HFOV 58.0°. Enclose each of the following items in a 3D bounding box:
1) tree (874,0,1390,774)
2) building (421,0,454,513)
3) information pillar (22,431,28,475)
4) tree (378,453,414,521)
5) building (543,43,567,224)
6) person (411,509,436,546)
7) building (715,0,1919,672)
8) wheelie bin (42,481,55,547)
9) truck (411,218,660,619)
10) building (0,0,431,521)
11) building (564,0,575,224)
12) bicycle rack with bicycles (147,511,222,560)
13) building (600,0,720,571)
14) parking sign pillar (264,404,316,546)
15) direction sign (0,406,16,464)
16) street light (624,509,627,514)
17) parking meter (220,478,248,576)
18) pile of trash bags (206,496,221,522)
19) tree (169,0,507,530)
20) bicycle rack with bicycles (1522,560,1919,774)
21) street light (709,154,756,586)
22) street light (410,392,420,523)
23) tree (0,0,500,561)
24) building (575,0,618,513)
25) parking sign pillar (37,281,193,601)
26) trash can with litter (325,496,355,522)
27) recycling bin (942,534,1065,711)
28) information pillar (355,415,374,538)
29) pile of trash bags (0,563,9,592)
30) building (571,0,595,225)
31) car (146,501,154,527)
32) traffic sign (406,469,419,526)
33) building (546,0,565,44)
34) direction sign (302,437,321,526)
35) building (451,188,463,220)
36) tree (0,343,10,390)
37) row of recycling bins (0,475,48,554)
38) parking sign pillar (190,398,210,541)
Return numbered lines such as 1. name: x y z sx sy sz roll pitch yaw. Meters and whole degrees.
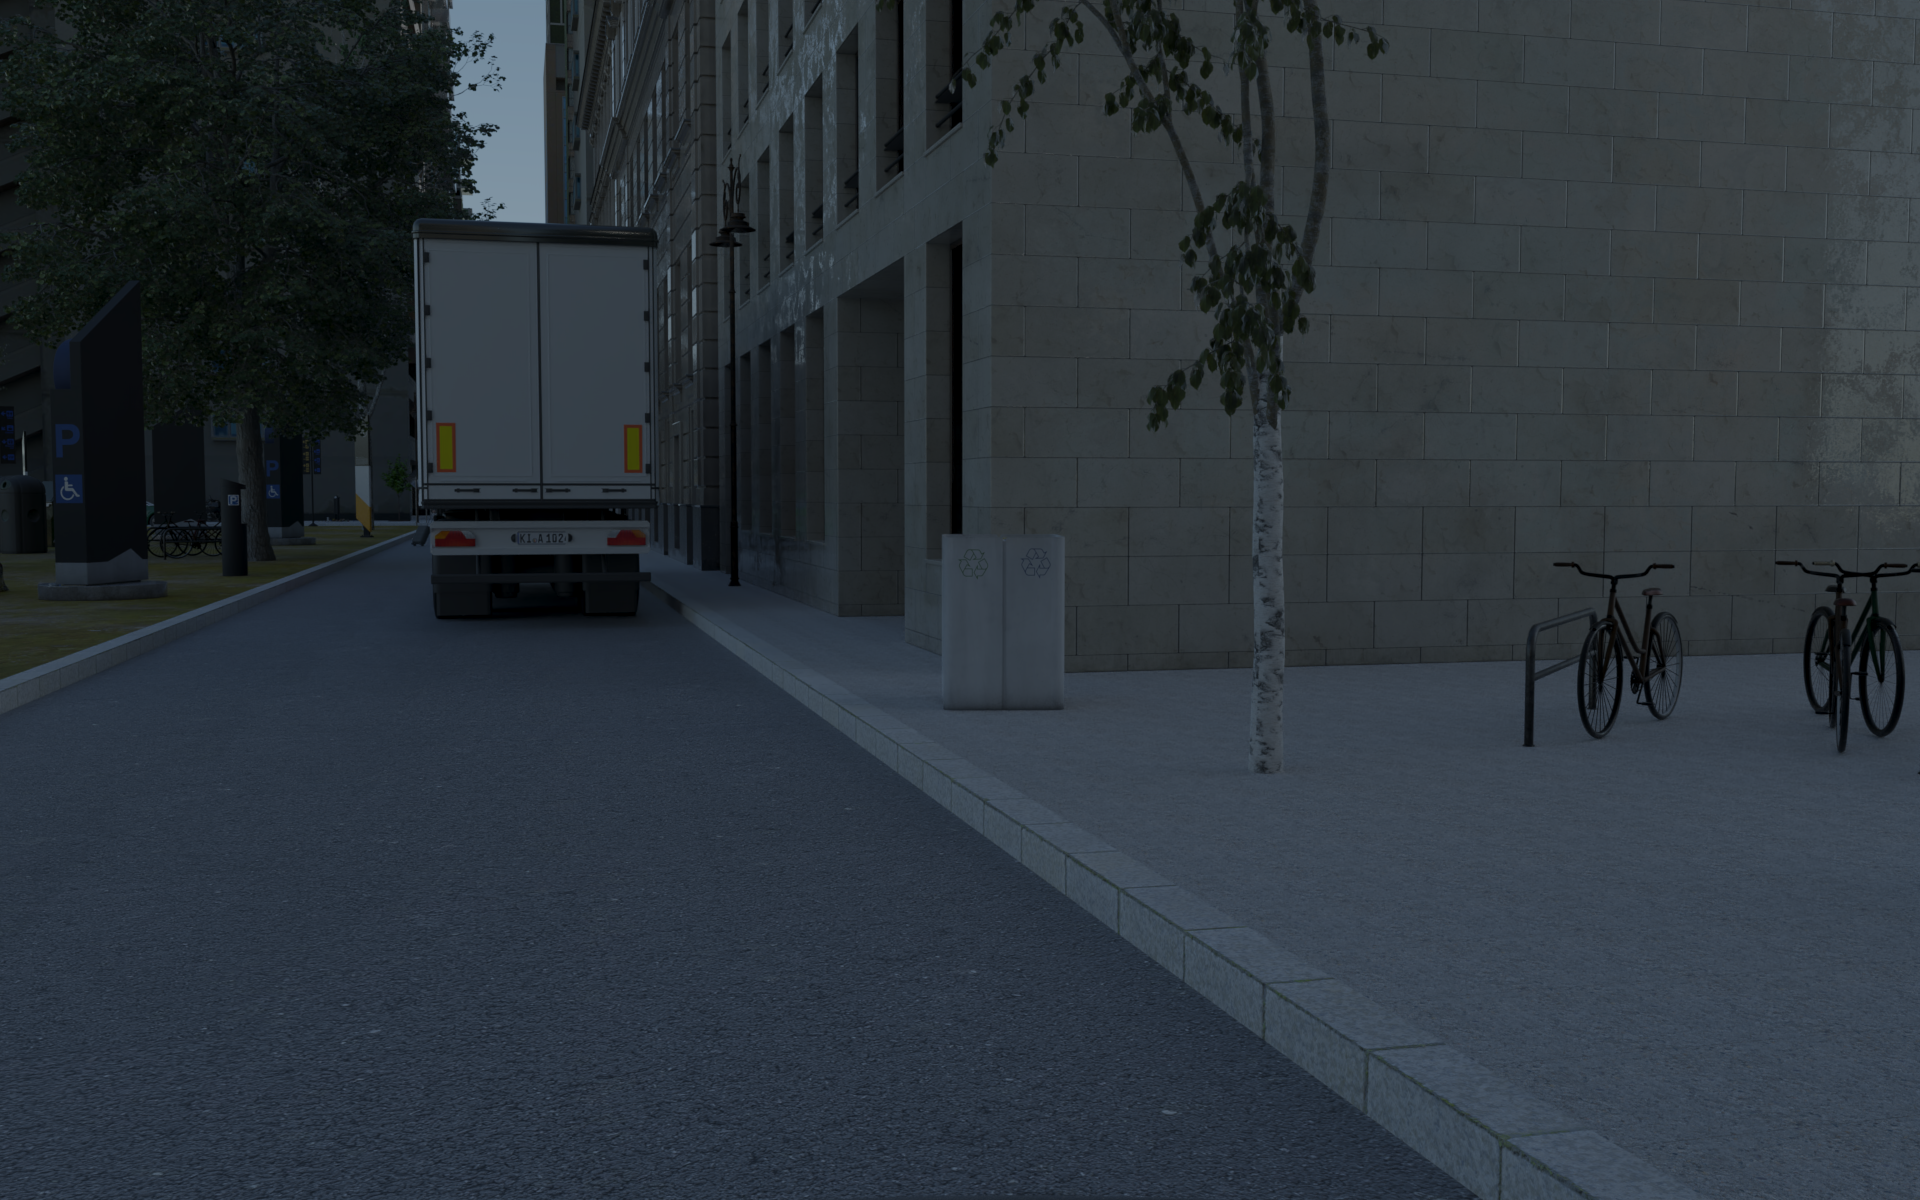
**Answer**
1. tree: 1.180 -3.509 7.740 4.360 8.622 3.978 0 3 0
2. building: -47.557 -30.780 122.861 23.786 49.044 30.456 -1 4 -14
3. information pillar: -34.695 -4.462 64.308 0.183 3.616 0.504 -2 4 -35
4. tree: -26.263 -5.312 81.450 1.663 3.219 1.824 0 3 0
5. building: -33.739 -31.881 171.371 14.600 45.320 14.200 -1 4 -14
6. person: -14.637 -2.416 48.227 0.699 1.804 1.509 2 4 35
7. building: 3.164 -10.171 21.053 10.420 20.320 16.860 -1 4 -14
8. wheelie bin: -22.013 -2.086 42.022 0.980 1.594 0.693 1 4 19
9. truck: -5.819 -2.105 23.335 2.839 4.237 11.283 -1 4 -15
10. building: -39.531 -28.512 89.867 21.300 48.544 21.600 -1 4 -14
11. building: -22.605 -27.377 131.210 14.154 41.232 14.086 -1 4 -14
12. bicycle rack with bicycles: -15.513 -1.322 34.997 2.925 0.926 2.852 -2 4 -34
13. building: -1.857 -14.918 41.174 12.463 27.353 25.104 -1 4 -14
14. parking sign pillar: -17.015 -3.370 43.580 1.447 3.967 1.447 0 4 3
15. direction sign: -24.755 -3.212 44.515 0.876 3.537 0.379 -2 4 -34
16. street light: -9.237 -4.573 47.550 0.468 5.910 1.993 -1 4 -14
17. parking meter: -11.368 -1.145 27.124 0.372 1.533 0.369 0 3 0
18. pile of trash bags: -34.530 -4.316 80.315 3.447 1.369 1.912 0 4 8
19. tree: -21.798 -12.469 59.750 12.611 20.169 13.585 0 3 0
20. bicycle rack with bicycles: 4.289 0.258 9.169 2.852 0.926 2.925 2 4 31
21. street light: -3.143 -3.131 23.978 0.468 5.910 1.993 -1 4 -14
22. street light: -24.261 -6.391 77.276 0.468 5.910 1.993 -1 4 -14
23. tree: -13.524 -7.715 32.801 9.857 13.997 8.962 0 3 0
24. building: -8.116 -12.114 62.694 10.561 19.102 19.286 -1 4 -14
25. parking sign pillar: -10.607 -2.010 21.338 1.447 3.967 1.447 0 4 6
26. trash can with litter: -29.063 -4.260 80.708 1.678 1.210 2.233 -2 4 -32
27. recycling bin: 0.254 0.120 10.596 0.722 1.027 0.722 0 4 -1
28. information pillar: -17.630 -3.659 51.181 0.504 3.616 0.183 1 4 17
29. pile of trash bags: -13.026 -0.701 21.219 1.912 1.369 3.447 -1 4 -15
30. building: -9.782 -28.678 92.590 21.600 48.544 21.300 -1 4 -14
31. car: -33.689 -3.548 69.807 4.920 1.459 2.131 -1 4 -14
32. traffic sign: -21.810 -4.027 69.480 0.795 2.450 0.064 -1 4 -14
33. building: -46.998 -49.276 243.917 20.611 71.187 20.563 -1 4 -14
34. direction sign: -25.690 -4.690 68.685 0.876 3.537 0.379 1 4 21
35. building: -51.823 -23.462 155.313 14.160 30.474 14.107 -1 4 -14
36. tree: -30.155 -6.128 50.548 4.360 8.622 3.978 0 3 0
37. row of recycling bins: -21.040 -1.918 38.479 1.069 1.692 3.534 -3 4 -38
38. parking sign pillar: -21.383 -3.605 47.419 1.447 3.967 1.447 -1 4 -23
